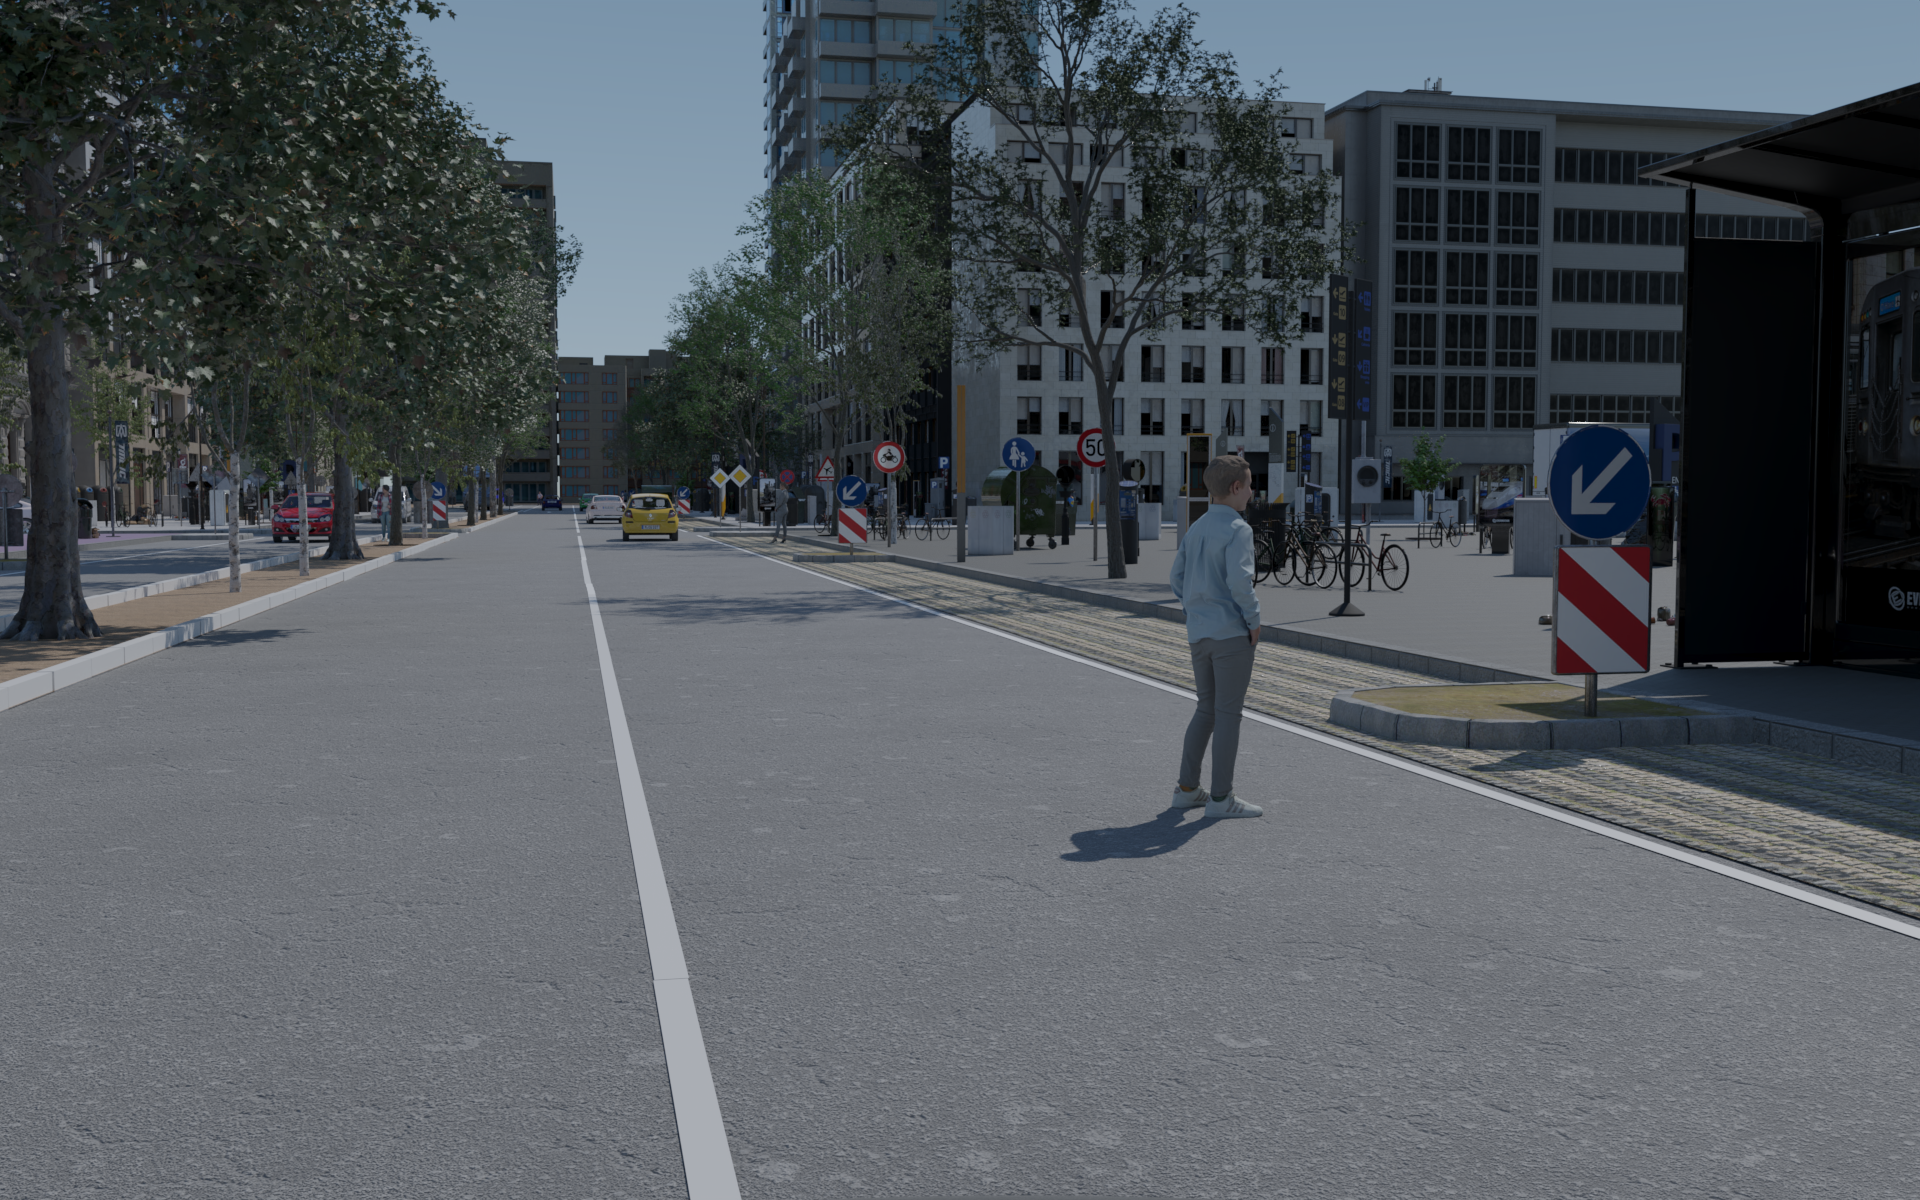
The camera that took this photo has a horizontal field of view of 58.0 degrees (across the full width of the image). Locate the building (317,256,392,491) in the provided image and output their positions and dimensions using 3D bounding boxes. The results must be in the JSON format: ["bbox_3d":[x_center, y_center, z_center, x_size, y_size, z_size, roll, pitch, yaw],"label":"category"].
[{"bbox_3d":[-92.810,-37.528,233.186,30.456,49.044,23.786,-1,4,-13],"label":"building"}]

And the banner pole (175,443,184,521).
[{"bbox_3d":[-37.543,-5.705,83.294,0.401,3.779,0.863,-1,4,-11],"label":"banner pole"}]

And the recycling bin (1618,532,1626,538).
[{"bbox_3d":[19.672,-2.380,51.466,0.722,1.027,0.722,-2,4,-32],"label":"recycling bin"}]

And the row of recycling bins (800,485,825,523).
[{"bbox_3d":[-6.790,-4.348,78.211,1.069,1.692,3.534,-1,4,-13],"label":"row of recycling bins"}]

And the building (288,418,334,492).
[{"bbox_3d":[-80.140,-20.455,179.472,28.899,21.520,27.650,-1,4,-13],"label":"building"}]

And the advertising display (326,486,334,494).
[{"bbox_3d":[-48.300,-7.833,133.281,0.974,1.923,0.123,0,4,-3],"label":"advertising display"}]

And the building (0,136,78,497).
[{"bbox_3d":[-48.210,-15.252,78.248,11.050,23.489,19.941,-1,4,-13],"label":"building"}]

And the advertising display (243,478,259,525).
[{"bbox_3d":[-29.121,-4.033,71.151,0.974,1.923,0.123,2,4,35],"label":"advertising display"}]

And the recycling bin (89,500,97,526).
[{"bbox_3d":[-34.697,-3.427,68.582,0.722,1.027,0.722,0,4,3],"label":"recycling bin"}]

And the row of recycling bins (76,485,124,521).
[{"bbox_3d":[-40.641,-4.520,81.014,1.069,1.692,3.534,1,4,15],"label":"row of recycling bins"}]

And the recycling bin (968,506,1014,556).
[{"bbox_3d":[0.647,-1.467,36.534,0.722,1.027,0.722,3,5,44],"label":"recycling bin"}]

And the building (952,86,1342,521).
[{"bbox_3d":[8.920,-14.169,86.407,16.860,20.320,10.420,-1,4,-13],"label":"building"}]

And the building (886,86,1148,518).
[{"bbox_3d":[3.053,-16.703,102.764,12.332,23.373,15.834,-1,4,-13],"label":"building"}]

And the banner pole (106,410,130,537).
[{"bbox_3d":[-25.178,-3.778,51.795,0.401,3.779,0.863,2,4,24],"label":"banner pole"}]

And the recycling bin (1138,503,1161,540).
[{"bbox_3d":[5.238,-2.196,48.460,0.722,1.027,0.722,1,4,12],"label":"recycling bin"}]

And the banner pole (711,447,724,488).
[{"bbox_3d":[-12.774,-6.226,91.818,0.863,3.779,0.401,0,4,1],"label":"banner pole"}]

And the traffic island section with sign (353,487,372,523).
[{"bbox_3d":[-30.563,-4.793,86.996,1.989,1.847,2.006,-1,4,-13],"label":"traffic island section with sign"}]

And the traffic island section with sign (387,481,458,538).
[{"bbox_3d":[-17.637,-2.972,56.732,2.006,1.907,1.989,-1,4,-13],"label":"traffic island section with sign"}]

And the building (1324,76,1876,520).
[{"bbox_3d":[32.144,-16.783,93.469,30.058,24.678,14.314,-1,4,-13],"label":"building"}]

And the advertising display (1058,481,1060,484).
[{"bbox_3d":[4.473,-4.267,74.986,0.123,1.923,0.974,-1,4,-16],"label":"advertising display"}]

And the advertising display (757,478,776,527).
[{"bbox_3d":[-7.662,-3.881,68.662,0.123,1.923,0.974,3,4,36],"label":"advertising display"}]

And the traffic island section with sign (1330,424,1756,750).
[{"bbox_3d":[3.386,-0.123,10.632,1.989,1.847,2.006,-1,4,-13],"label":"traffic island section with sign"}]

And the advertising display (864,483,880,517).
[{"bbox_3d":[-4.982,-5.683,98.132,0.974,1.923,0.123,-2,4,-31],"label":"advertising display"}]

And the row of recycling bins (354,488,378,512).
[{"bbox_3d":[-42.501,-7.095,123.111,3.534,1.692,1.069,1,4,13],"label":"row of recycling bins"}]

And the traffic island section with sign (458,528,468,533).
[{"bbox_3d":[-19.253,-3.414,63.961,2.006,1.907,1.989,-1,4,-13],"label":"traffic island section with sign"}]

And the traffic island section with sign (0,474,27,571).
[{"bbox_3d":[-18.485,-1.510,33.319,1.989,1.847,2.006,-1,4,-13],"label":"traffic island section with sign"}]

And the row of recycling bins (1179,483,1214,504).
[{"bbox_3d":[8.092,-3.089,57.617,1.069,1.692,3.534,0,4,-6],"label":"row of recycling bins"}]

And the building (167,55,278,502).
[{"bbox_3d":[-69.016,-50.866,144.336,22.319,86.520,31.000,-1,4,-13],"label":"building"}]

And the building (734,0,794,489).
[{"bbox_3d":[-13.135,-53.756,191.586,22.319,86.520,31.000,-1,4,-13],"label":"building"}]

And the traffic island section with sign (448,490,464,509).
[{"bbox_3d":[-47.481,-9.398,162.281,1.989,1.847,2.006,-1,4,-13],"label":"traffic island section with sign"}]

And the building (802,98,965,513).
[{"bbox_3d":[0.133,-19.759,127.582,19.350,26.468,34.151,-1,4,-13],"label":"building"}]

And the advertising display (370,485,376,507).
[{"bbox_3d":[-40.179,-6.935,118.607,0.123,1.923,0.974,-3,4,-36],"label":"advertising display"}]

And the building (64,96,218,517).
[{"bbox_3d":[-58.298,-18.339,104.360,19.350,26.468,34.151,-1,4,-13],"label":"building"}]

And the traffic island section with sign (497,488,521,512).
[{"bbox_3d":[-35.745,-7.898,137.274,2.006,1.907,1.989,-1,4,-13],"label":"traffic island section with sign"}]

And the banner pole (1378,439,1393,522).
[{"bbox_3d":[19.366,-5.442,78.997,0.863,3.779,0.401,-1,4,-19],"label":"banner pole"}]

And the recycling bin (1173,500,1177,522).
[{"bbox_3d":[10.293,-4.132,80.118,0.722,1.027,0.722,-1,4,-8],"label":"recycling bin"}]

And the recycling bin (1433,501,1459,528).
[{"bbox_3d":[18.256,-3.214,65.095,0.722,1.027,0.722,-1,4,-14],"label":"recycling bin"}]

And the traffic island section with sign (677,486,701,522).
[{"bbox_3d":[-14.606,-5.014,90.614,1.989,1.847,2.006,-1,4,-13],"label":"traffic island section with sign"}]

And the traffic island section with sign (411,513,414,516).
[{"bbox_3d":[-36.480,-6.402,113.296,1.989,1.847,2.006,-1,4,-13],"label":"traffic island section with sign"}]

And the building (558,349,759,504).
[{"bbox_3d":[-42.441,-24.614,247.480,28.899,21.520,27.650,-1,4,-13],"label":"building"}]

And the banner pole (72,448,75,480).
[{"bbox_3d":[-42.865,-5.693,83.095,0.401,3.779,0.863,3,4,37],"label":"banner pole"}]

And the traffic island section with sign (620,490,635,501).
[{"bbox_3d":[-31.667,-9.656,166.508,1.989,1.847,2.006,-1,4,-13],"label":"traffic island section with sign"}]

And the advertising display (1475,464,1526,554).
[{"bbox_3d":[11.609,-1.952,37.127,0.974,1.923,0.123,2,4,32],"label":"advertising display"}]

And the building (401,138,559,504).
[{"bbox_3d":[-66.367,-37.570,237.976,21.600,48.544,21.300,-1,4,-13],"label":"building"}]

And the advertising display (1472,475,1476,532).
[{"bbox_3d":[17.617,-3.271,58.700,0.123,1.923,0.974,3,5,39],"label":"advertising display"}]

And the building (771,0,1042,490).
[{"bbox_3d":[-5.600,-33.216,162.696,23.786,49.044,30.456,-1,4,-13],"label":"building"}]

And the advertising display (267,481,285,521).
[{"bbox_3d":[-32.727,-4.751,82.889,0.123,1.923,0.974,2,4,25],"label":"advertising display"}]

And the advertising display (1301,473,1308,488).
[{"bbox_3d":[10.676,-2.969,53.756,0.123,1.923,0.974,1,4,17],"label":"advertising display"}]

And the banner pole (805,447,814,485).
[{"bbox_3d":[-8.066,-6.270,92.524,0.401,3.779,0.863,-3,5,-41],"label":"banner pole"}]

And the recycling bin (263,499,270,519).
[{"bbox_3d":[-36.003,-4.786,90.797,0.722,1.027,0.722,3,4,38],"label":"recycling bin"}]

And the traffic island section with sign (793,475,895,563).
[{"bbox_3d":[-2.529,-1.731,36.932,1.989,1.847,2.006,-1,4,-13],"label":"traffic island section with sign"}]
